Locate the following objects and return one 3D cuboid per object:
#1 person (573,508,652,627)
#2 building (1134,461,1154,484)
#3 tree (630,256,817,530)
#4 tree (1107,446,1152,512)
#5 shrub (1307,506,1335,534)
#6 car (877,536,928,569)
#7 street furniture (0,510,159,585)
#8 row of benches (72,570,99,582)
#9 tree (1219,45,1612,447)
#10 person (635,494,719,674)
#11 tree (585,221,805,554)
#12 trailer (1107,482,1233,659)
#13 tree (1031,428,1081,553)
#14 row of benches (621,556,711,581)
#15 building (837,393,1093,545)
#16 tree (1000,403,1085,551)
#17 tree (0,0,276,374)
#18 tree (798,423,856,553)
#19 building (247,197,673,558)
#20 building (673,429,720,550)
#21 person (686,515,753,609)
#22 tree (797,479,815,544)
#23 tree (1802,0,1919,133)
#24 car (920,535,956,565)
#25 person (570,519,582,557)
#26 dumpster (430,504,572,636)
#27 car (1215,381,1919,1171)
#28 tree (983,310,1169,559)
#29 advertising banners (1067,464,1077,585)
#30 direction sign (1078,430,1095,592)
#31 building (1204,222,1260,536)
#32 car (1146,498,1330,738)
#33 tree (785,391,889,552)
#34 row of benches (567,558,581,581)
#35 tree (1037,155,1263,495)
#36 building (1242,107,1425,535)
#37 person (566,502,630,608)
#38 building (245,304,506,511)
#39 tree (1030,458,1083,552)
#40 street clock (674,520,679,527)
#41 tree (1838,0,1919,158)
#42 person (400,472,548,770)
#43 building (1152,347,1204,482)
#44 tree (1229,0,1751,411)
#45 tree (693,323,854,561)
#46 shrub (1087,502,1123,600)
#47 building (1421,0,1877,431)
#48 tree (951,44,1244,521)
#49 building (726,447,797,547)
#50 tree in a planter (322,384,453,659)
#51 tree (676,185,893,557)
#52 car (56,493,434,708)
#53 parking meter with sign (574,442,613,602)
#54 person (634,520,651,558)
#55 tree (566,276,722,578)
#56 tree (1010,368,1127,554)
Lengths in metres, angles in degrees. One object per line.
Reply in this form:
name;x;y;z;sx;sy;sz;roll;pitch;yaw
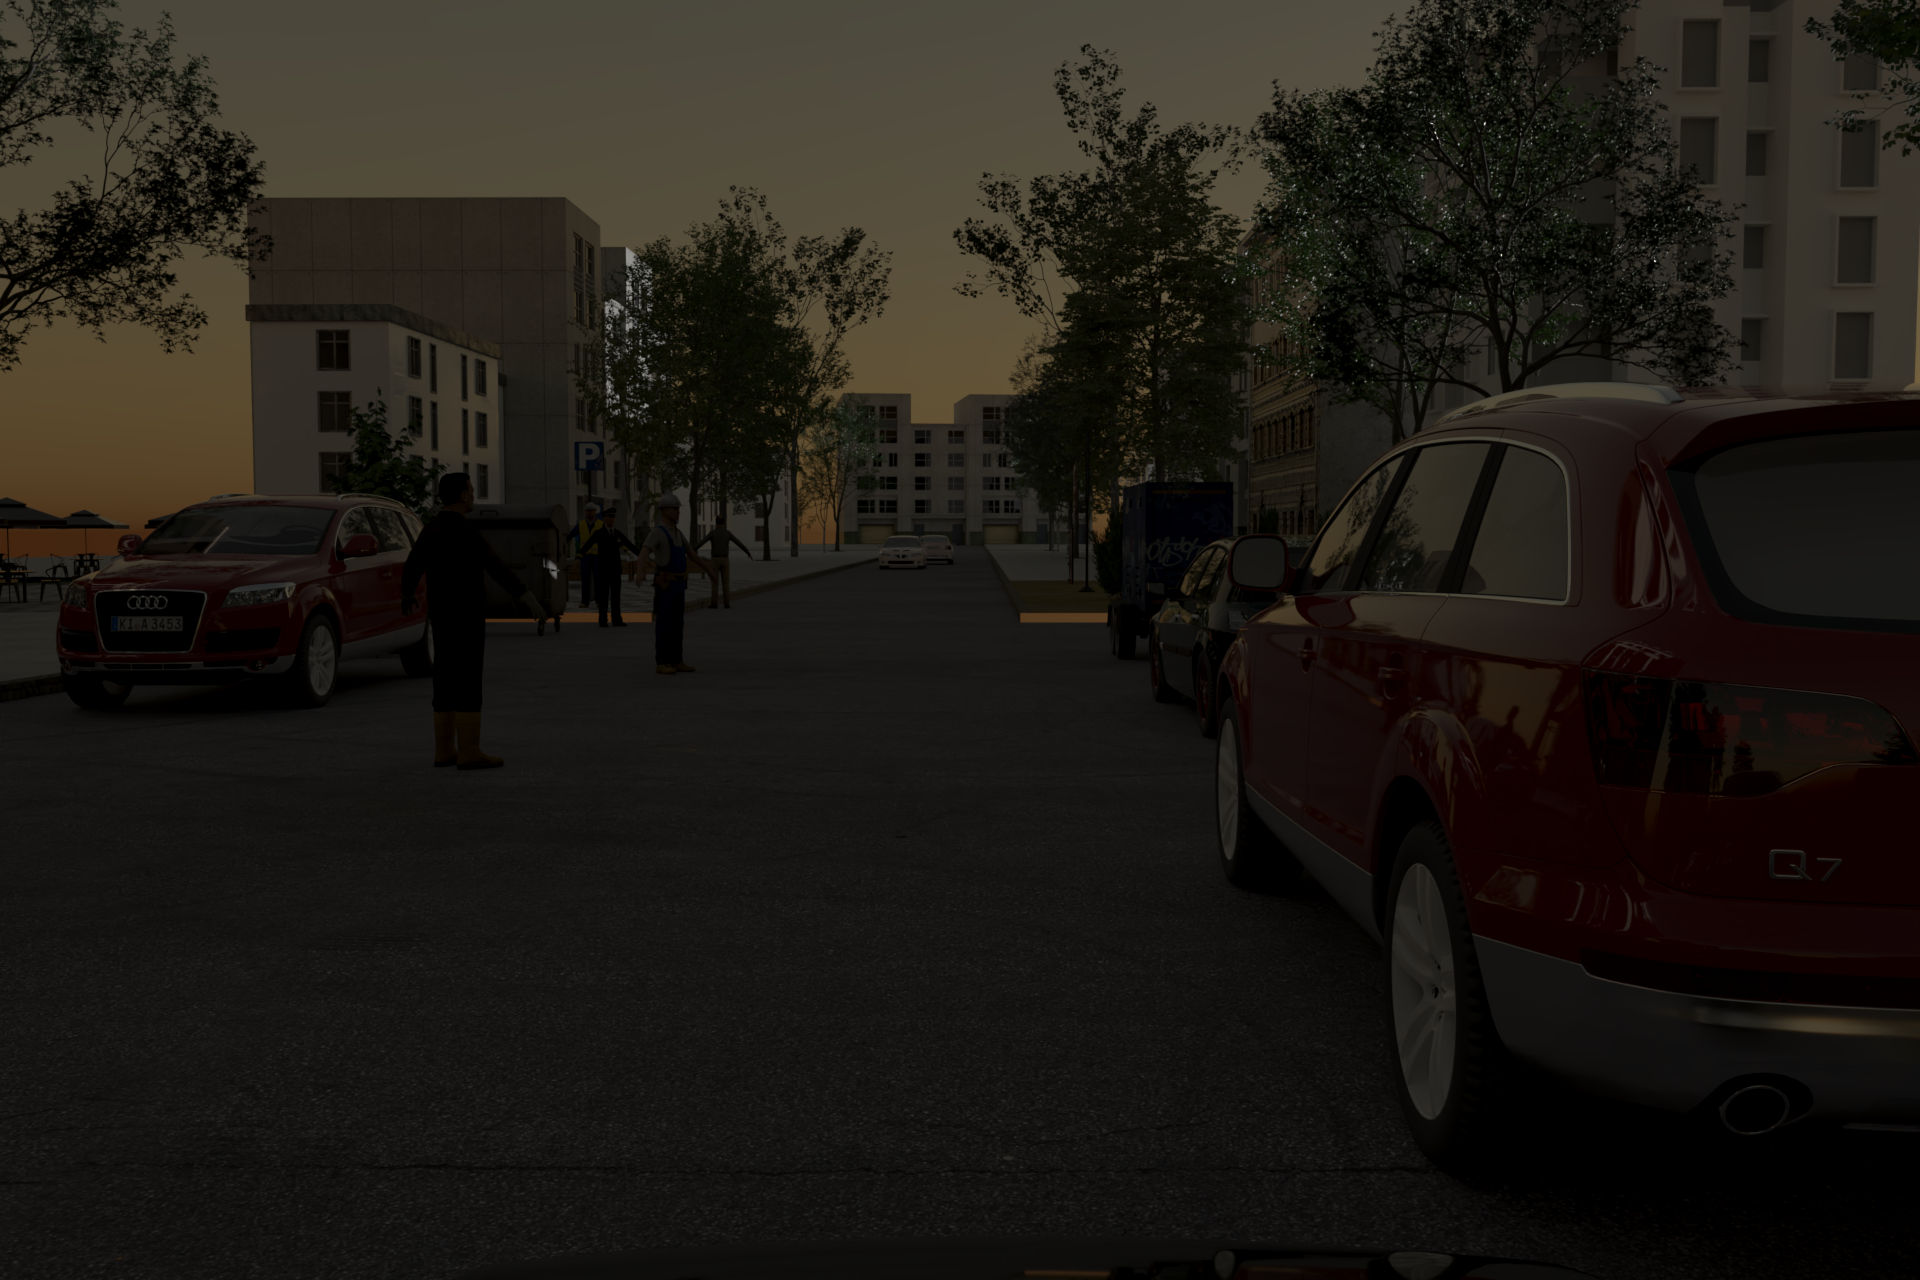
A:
person;-5.400;-1.125;26.781;1.347;1.837;0.705;-3;5;-40
building;25.257;-15.354;193.189;9.099;9.664;28.070;0;4;1
tree;-9.798;-9.366;71.260;7.486;12.596;7.792;0;3;0
tree;23.267;-18.841;218.421;12.009;13.543;11.850;0;3;0
shrub;9.976;-2.563;46.328;1.690;2.028;1.600;0;3;0
car;-2.346;-3.629;71.699;2.083;1.381;4.827;0;4;1
street furniture;-29.373;-2.418;44.568;27.439;1.986;14.083;0;4;0
row of benches;-13.723;-0.887;29.962;4.104;0.672;1.422;2;4;27
tree;9.608;-6.810;37.100;9.928;11.665;9.643;0;3;0
person;-2.965;-0.584;17.858;0.705;1.847;1.347;2;4;27
tree;-8.787;-8.058;57.503;9.928;11.665;9.643;0;3;0
trailer;2.504;-0.845;20.870;1.471;1.999;3.904;0;3;0
tree;6.391;-10.271;118.299;4.737;8.622;4.395;0;3;0
row of benches;-8.440;-1.992;48.024;1.422;0.672;4.104;3;5;45
building;0.158;-21.800;225.339;31.486;18.905;16.747;0;4;-7
tree;6.907;-12.591;131.625;9.928;11.665;9.643;0;3;0
tree;-12.824;-5.375;22.301;8.767;10.594;7.601;0;4;-3
tree;-9.137;-10.099;115.473;4.360;8.622;3.978;0;3;0
building;-28.881;-14.712;107.006;16.747;18.905;31.486;0;4;1
building;-25.401;-12.823;151.797;9.099;9.664;28.070;0;4;1
person;-4.632;-1.507;33.374;1.348;1.796;0.705;-1;4;-20
tree;-20.704;-16.610;221.942;4.737;8.622;4.395;0;3;0
tree;23.929;-11.125;37.786;12.611;20.169;13.585;0;3;0
car;-1.239;-4.279;82.329;2.083;1.381;4.827;0;4;-1
person;-13.344;-3.352;60.937;1.347;1.817;0.704;3;5;39
dumpster;-6.583;-1.010;24.731;1.865;1.857;1.264;0;4;1
car;2.071;0.198;5.433;2.281;1.827;5.304;0;4;1
tree;6.255;-11.059;91.186;12.009;13.543;11.850;0;3;0
advertising banners;2.865;-2.943;44.305;0.090;3.025;2.074;0;4;0
direction sign;2.804;-2.824;38.177;0.379;3.537;0.876;0;4;0
building;25.295;-14.671;106.325;16.747;18.905;31.486;0;4;1
car;2.526;-0.232;13.578;2.009;1.686;4.222;0;4;-1
tree;-9.008;-12.279;126.518;9.928;11.665;9.643;0;3;0
row of benches;-9.448;-1.667;42.716;1.422;0.672;4.104;-1;4;-13
tree;5.845;-8.228;52.655;7.486;12.596;7.792;0;3;0
building;24.299;-15.300;81.076;19.493;23.208;18.063;0;4;0
person;-6.430;-1.482;30.197;1.349;1.833;0.705;0;4;-3
building;-24.976;-8.275;77.448;9.099;9.664;28.070;0;4;1
tree;7.030;-10.619;123.983;4.737;8.622;4.395;0;3;0
street clock;-7.399;-2.457;44.743;0.358;2.002;0.471;0;4;1
tree;8.163;-5.160;10.123;9.928;11.665;9.643;0;3;0
person;-3.060;-0.125;10.643;1.346;1.812;0.704;3;4;37
building;24.138;-19.202;170.374;16.016;20.090;11.380;0;4;1
tree;8.332;-5.627;26.416;7.601;10.594;8.767;3;4;38
tree;-9.148;-9.606;82.809;9.928;11.665;9.643;0;3;0
shrub;3.378;-1.826;33.904;1.661;2.075;1.752;0;3;0
building;22.661;-12.716;64.321;16.016;20.090;11.380;0;4;0
tree;5.153;-13.098;70.034;12.611;20.169;13.585;0;3;0
building;-21.462;-14.564;180.270;9.099;9.664;28.070;0;3;0
tree in a planter;-6.997;-1.444;20.824;1.991;3.239;1.994;0;4;1
tree;-10.782;-14.724;96.632;12.611;20.169;13.585;0;3;0
car;-6.270;-0.445;15.955;2.281;1.827;5.304;0;4;0
parking meter with sign;-6.972;-2.279;33.522;0.543;3.016;1.738;0;4;1
person;-12.126;-3.693;66.512;0.705;1.813;1.348;3;5;43
tree;-9.347;-6.108;50.228;4.737;8.622;4.395;0;3;0
tree;6.571;-11.706;109.528;7.486;12.596;7.792;0;3;0
